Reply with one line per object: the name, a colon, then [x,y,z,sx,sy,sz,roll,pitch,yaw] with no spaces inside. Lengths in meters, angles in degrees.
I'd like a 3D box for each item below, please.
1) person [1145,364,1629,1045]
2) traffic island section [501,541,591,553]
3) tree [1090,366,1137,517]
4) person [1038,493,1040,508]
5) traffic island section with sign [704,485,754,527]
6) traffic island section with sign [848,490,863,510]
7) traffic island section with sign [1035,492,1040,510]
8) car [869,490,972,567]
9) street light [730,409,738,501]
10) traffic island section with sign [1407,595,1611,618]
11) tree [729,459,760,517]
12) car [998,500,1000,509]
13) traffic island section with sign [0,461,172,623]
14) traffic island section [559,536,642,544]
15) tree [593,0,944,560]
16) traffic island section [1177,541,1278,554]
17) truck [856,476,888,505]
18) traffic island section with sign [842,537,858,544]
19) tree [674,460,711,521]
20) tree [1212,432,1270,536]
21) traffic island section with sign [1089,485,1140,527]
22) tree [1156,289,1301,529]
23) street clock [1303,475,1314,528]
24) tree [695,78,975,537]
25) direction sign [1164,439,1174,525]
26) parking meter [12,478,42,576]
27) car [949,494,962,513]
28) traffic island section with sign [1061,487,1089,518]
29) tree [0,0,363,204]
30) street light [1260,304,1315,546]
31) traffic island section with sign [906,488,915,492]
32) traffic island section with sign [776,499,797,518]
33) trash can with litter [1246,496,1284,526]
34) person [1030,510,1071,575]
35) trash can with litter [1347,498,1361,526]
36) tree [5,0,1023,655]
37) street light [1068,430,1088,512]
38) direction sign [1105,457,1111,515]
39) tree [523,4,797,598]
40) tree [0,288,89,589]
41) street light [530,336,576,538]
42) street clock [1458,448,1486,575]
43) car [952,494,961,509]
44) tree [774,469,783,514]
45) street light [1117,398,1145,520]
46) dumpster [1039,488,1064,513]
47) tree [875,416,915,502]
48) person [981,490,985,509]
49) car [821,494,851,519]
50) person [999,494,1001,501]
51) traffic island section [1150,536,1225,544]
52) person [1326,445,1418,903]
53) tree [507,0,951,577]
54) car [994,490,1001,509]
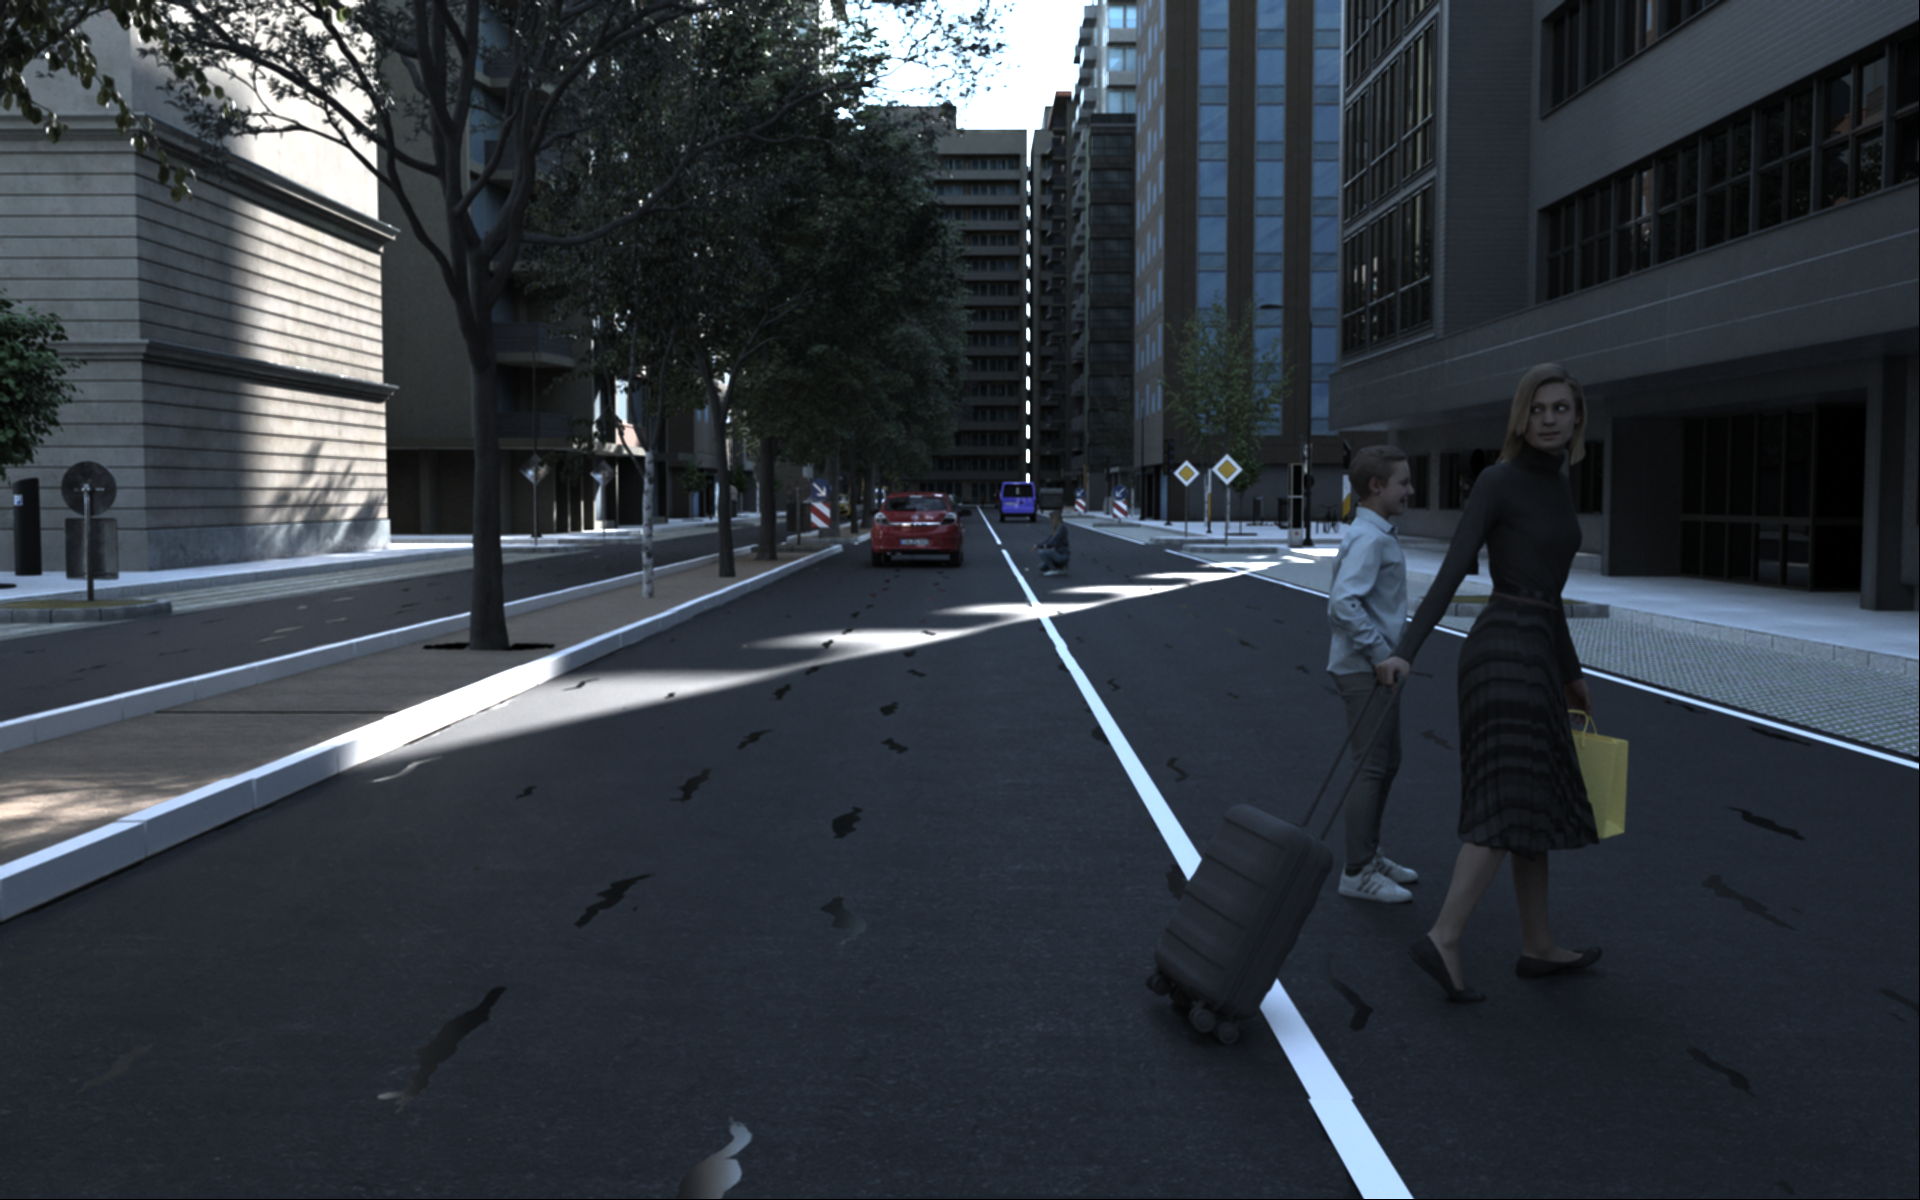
person: [1.268,0.232,4.920,1.509,1.804,0.699,-1,4,-12]
traffic island section: [-10.535,-1.264,42.944,2.009,0.180,2.903,0,4,0]
tree: [9.619,-9.070,98.663,4.360,8.622,3.978,0,3,0]
person: [7.531,-9.378,161.823,0.705,1.826,1.348,-2,4,-35]
traffic island section with sign: [-10.019,-4.092,75.530,1.989,1.847,2.006,0,4,0]
traffic island section with sign: [-9.569,-8.856,153.429,1.989,1.847,2.006,0,4,0]
traffic island section with sign: [7.430,-10.486,180.081,1.989,1.847,2.006,0,4,0]
car: [-0.837,-1.626,35.633,2.155,1.783,4.494,0,4,1]
street light: [-11.730,-7.342,92.582,1.470,5.913,1.316,0,4,0]
traffic island section with sign: [6.488,-0.746,20.832,1.989,1.847,2.006,0,4,0]
tree: [-12.210,-6.202,95.998,1.663,3.219,1.824,0,3,0]
car: [4.533,-9.207,162.332,2.131,1.459,4.920,0,4,-2]
traffic island section with sign: [-10.344,-0.698,20.048,1.989,1.847,2.006,0,4,0]
traffic island section: [-10.488,-1.752,50.929,2.009,0.180,2.903,0,4,0]
tree: [-4.256,-7.145,37.402,7.486,12.596,7.792,0,3,0]
traffic island section: [6.606,-1.257,42.839,2.009,0.180,2.903,0,4,0]
truck: [-6.725,-9.050,143.889,3.469,3.379,9.791,0,4,0]
traffic island section with sign: [-4.031,-2.594,50.547,2.006,1.907,1.989,0,4,0]
tree: [-12.801,-5.410,83.058,1.663,3.219,1.824,0,3,0]
tree: [8.634,-3.634,54.016,1.663,3.219,1.824,0,3,0]
traffic island section with sign: [6.813,-4.100,75.663,1.989,1.847,2.006,0,4,0]
tree: [9.999,-6.884,62.922,4.737,8.622,4.395,0,3,0]
street clock: [13.105,-3.715,65.306,0.358,2.002,0.471,-2,4,-33]
tree: [-4.088,-8.867,54.089,9.857,13.997,8.962,0,3,0]
direction sign: [8.597,-4.855,71.379,0.379,3.537,0.876,-1,4,-20]
parking meter: [-14.726,-1.158,27.338,0.372,1.533,0.369,0,3,0]
car: [-0.954,-4.363,83.132,2.131,1.459,4.920,0,4,0]
traffic island section with sign: [6.958,-5.749,102.618,1.989,1.847,2.006,0,4,0]
tree: [-4.291,-3.331,7.285,4.360,8.622,3.978,0,3,0]
street light: [8.011,-4.273,42.401,1.470,5.913,1.316,0,4,0]
traffic island section with sign: [-3.598,-7.190,125.685,2.006,1.907,1.989,0,4,0]
traffic island section with sign: [-9.853,-5.756,102.738,1.989,1.847,2.006,0,4,0]
trash can with litter: [12.473,-3.632,70.448,2.233,1.210,1.678,-3,4,-38]
person: [1.594,-1.015,30.600,0.738,1.151,1.012,0,4,4]
trash can with litter: [16.055,-3.583,69.967,0.624,1.170,1.055,-2,4,-29]
tree: [-4.311,-6.274,15.406,12.009,13.543,11.850,0,3,0]
street light: [8.552,-9.365,125.664,1.470,5.913,1.316,0,4,0]
direction sign: [9.153,-7.046,107.196,0.379,3.537,0.876,1,4,18]
tree: [-4.306,-4.343,23.824,4.360,8.622,3.978,0,3,0]
tree: [-13.579,-2.431,23.465,4.285,4.588,4.351,0,3,0]
street light: [-11.939,-4.790,50.860,1.470,5.913,1.316,0,4,0]
street clock: [8.133,-1.405,27.547,0.471,2.002,0.358,-3,5,-42]
car: [-0.973,-9.522,167.486,2.131,1.459,4.920,0,4,1]
tree: [-12.188,-7.226,112.751,1.663,3.219,1.824,0,3,0]
street light: [8.337,-6.834,84.273,1.470,5.913,1.316,0,4,0]
dumpster: [6.785,-7.368,128.675,1.865,1.857,1.264,0,4,0]
tree: [-3.936,-7.781,80.032,4.737,8.622,4.395,0,3,0]
person: [2.270,-9.814,169.055,0.705,1.812,1.348,0,4,-3]
car: [-7.213,-5.619,102.094,2.015,1.641,3.980,0,4,-1]
person: [2.801,-6.285,112.104,0.563,1.720,0.643,-1,4,-18]
traffic island section: [6.653,-1.746,50.824,2.009,0.180,2.903,0,4,0]
person: [1.474,0.253,6.171,0.330,1.601,0.589,2,4,27]
tree: [-3.981,-5.686,29.832,8.767,10.594,7.601,0,4,0]
car: [4.477,-9.965,171.597,2.281,1.827,5.304,0,4,1]
